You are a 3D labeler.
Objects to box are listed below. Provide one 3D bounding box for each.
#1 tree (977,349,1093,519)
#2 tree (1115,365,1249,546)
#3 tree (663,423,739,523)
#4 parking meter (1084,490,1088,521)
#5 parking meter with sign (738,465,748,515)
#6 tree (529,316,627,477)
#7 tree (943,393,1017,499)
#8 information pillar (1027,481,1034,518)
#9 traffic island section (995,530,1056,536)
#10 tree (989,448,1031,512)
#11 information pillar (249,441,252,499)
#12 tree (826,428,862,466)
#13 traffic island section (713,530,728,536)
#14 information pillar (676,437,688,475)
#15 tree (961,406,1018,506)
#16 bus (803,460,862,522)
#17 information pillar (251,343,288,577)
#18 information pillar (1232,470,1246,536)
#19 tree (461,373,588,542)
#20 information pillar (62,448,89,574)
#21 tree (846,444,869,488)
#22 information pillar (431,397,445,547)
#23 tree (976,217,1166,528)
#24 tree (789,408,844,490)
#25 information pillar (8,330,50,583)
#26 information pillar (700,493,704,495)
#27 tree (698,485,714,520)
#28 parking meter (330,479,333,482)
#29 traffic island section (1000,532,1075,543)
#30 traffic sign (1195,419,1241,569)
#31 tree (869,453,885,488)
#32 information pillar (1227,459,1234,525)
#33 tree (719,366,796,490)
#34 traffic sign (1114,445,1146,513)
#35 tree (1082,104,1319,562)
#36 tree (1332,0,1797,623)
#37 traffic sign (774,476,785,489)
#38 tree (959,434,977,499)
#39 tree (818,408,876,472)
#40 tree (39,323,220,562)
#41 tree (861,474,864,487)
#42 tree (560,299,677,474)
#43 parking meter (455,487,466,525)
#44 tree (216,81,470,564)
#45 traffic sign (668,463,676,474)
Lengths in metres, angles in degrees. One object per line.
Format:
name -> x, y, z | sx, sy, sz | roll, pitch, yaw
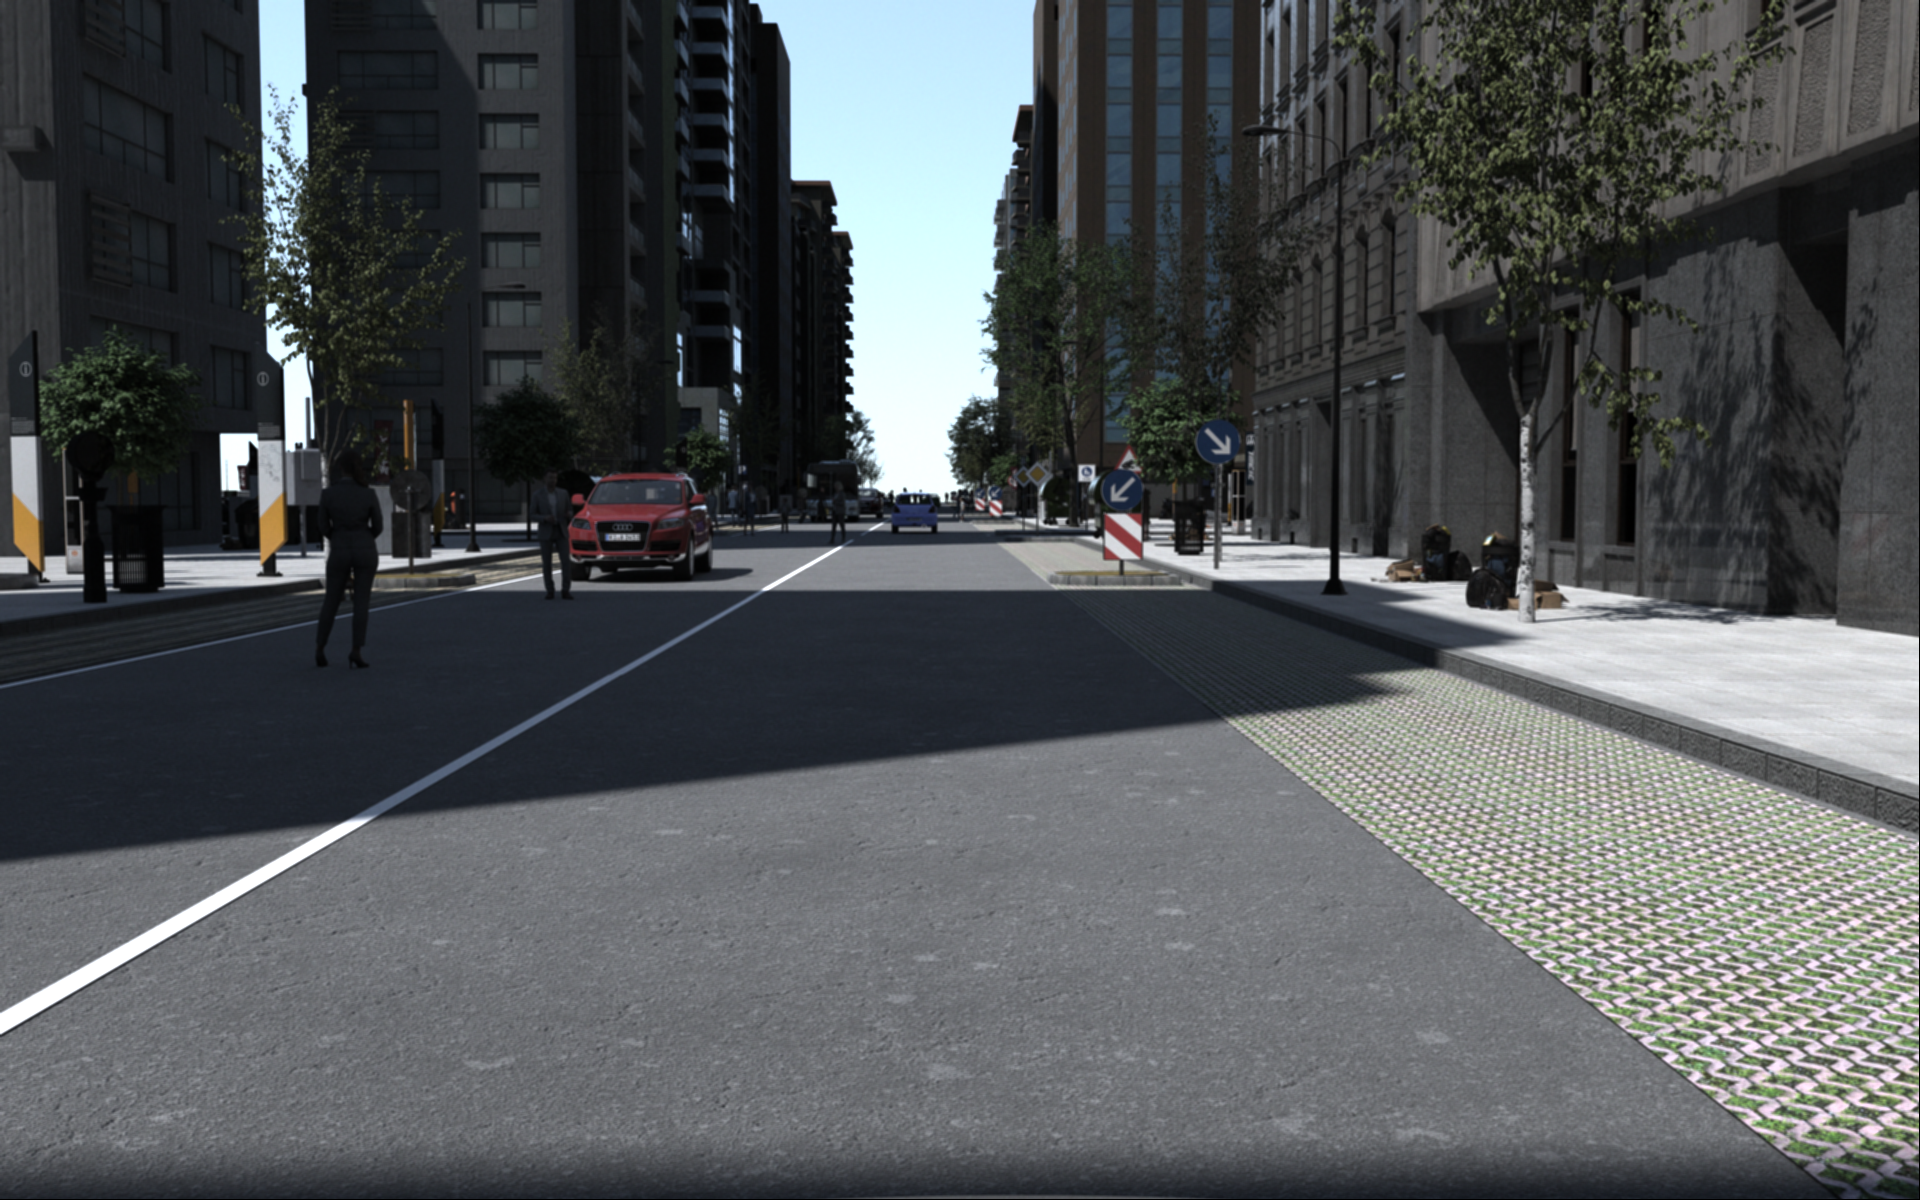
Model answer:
tree -> 4.204, -8.359, 87.031 | 4.737, 8.622, 4.395 | 0, 3, 0
tree -> 5.479, -3.622, 42.929 | 4.285, 4.588, 4.351 | 0, 3, 0
tree -> -11.604, -5.785, 78.293 | 4.285, 4.588, 4.351 | 0, 3, 0
parking meter -> 6.020, -4.608, 83.756 | 0.372, 1.533, 0.369 | 0, 3, 0
parking meter with sign -> -12.999, -6.597, 104.127 | 0.543, 3.016, 1.738 | -1, 4, -13
tree -> -15.603, -7.387, 71.141 | 4.737, 8.622, 4.395 | 0, 3, 0
tree -> 2.768, -19.094, 218.839 | 9.857, 13.997, 8.962 | 0, 3, 0
information pillar -> 3.747, -5.365, 92.205 | 0.304, 2.012, 0.304 | 3, 4, 38
traffic island section -> 2.242, -2.337, 60.486 | 2.009, 0.180, 2.903 | 0, 4, -1
tree -> 3.681, -8.535, 123.256 | 4.285, 4.588, 4.351 | 0, 3, 0
information pillar -> -31.109, -5.198, 76.347 | 0.183, 3.616, 0.504 | 2, 4, 25
tree -> -13.114, -14.879, 193.638 | 4.737, 8.622, 4.395 | 0, 3, 0
traffic island section -> -9.198, -2.326, 60.317 | 2.009, 0.180, 2.903 | 0, 4, -1
information pillar -> -11.249, -4.819, 70.140 | 0.504, 3.616, 0.183 | 0, 4, -8
tree -> 2.938, -11.834, 143.845 | 4.360, 8.622, 3.978 | 0, 3, 0
bus -> -6.628, -5.958, 92.266 | 2.948, 3.499, 13.247 | 0, 4, -3
information pillar -> -10.667, -2.169, 26.820 | 0.504, 3.616, 0.183 | 1, 4, 20
information pillar -> 8.608, -2.995, 53.458 | 0.304, 2.012, 0.304 | -2, 4, -28
tree -> -11.844, -3.877, 47.103 | 4.285, 4.588, 4.351 | 0, 3, 0
information pillar -> -14.129, -1.423, 27.762 | 0.304, 2.012, 0.304 | 0, 4, 4
tree -> -14.710, -17.310, 233.375 | 4.360, 8.622, 3.978 | 0, 3, 0
information pillar -> -12.609, -3.087, 41.835 | 0.183, 3.616, 0.504 | -3, 5, -40
tree -> 4.207, -8.577, 65.986 | 9.928, 11.665, 9.643 | 0, 3, 0
tree -> -12.866, -12.209, 149.982 | 4.360, 8.622, 3.978 | 0, 3, 0
information pillar -> -13.416, -2.052, 24.905 | 0.504, 3.616, 0.183 | 1, 4, 19
information pillar -> -14.504, -6.429, 96.476 | 0.504, 3.616, 0.183 | -2, 4, -31
tree -> -12.764, -5.560, 85.515 | 1.663, 3.219, 1.824 | 0, 3, 0
parking meter -> -25.059, -3.861, 68.838 | 0.255, 1.863, 0.399 | -2, 4, -29
traffic island section -> 2.364, -1.848, 52.501 | 2.009, 0.180, 2.903 | 0, 4, -1
traffic sign -> 4.386, -1.800, 29.542 | 0.768, 2.556, 0.104 | 0, 4, 0
tree -> -14.520, -18.949, 260.174 | 4.360, 8.622, 3.978 | 0, 3, 0
information pillar -> 11.088, -4.861, 70.832 | 0.183, 3.616, 0.504 | 2, 4, 26
tree -> -11.819, -9.134, 99.706 | 4.737, 8.622, 4.395 | 0, 3, 0
traffic sign -> 4.433, -2.781, 45.479 | 0.884, 2.594, 0.081 | 0, 4, 4
tree -> 4.743, -5.046, 32.860 | 4.360, 8.622, 3.978 | 0, 3, 0
tree -> 5.634, -4.065, 16.826 | 4.737, 8.622, 4.395 | 0, 3, 0
traffic sign -> -12.503, -7.326, 119.893 | 0.768, 2.556, 0.104 | 0, 4, 2
tree -> 2.118, -15.758, 208.012 | 4.737, 8.622, 4.395 | 0, 3, 0
tree -> -13.580, -17.273, 208.169 | 9.928, 11.665, 9.643 | 0, 3, 0
tree -> -16.121, -3.040, 33.417 | 4.285, 4.588, 4.351 | 0, 3, 0
tree -> -14.089, -14.692, 223.928 | 4.285, 4.588, 4.351 | 0, 3, 0
tree -> -12.646, -6.982, 64.513 | 4.360, 8.622, 3.978 | 0, 3, 0
parking meter -> -18.684, -3.447, 64.775 | 0.372, 1.533, 0.369 | 0, 3, 0
tree -> -11.401, -4.961, 31.471 | 4.737, 8.622, 4.395 | 0, 3, 0
traffic sign -> -11.741, -4.370, 71.558 | 0.768, 2.556, 0.104 | 0, 4, 8
